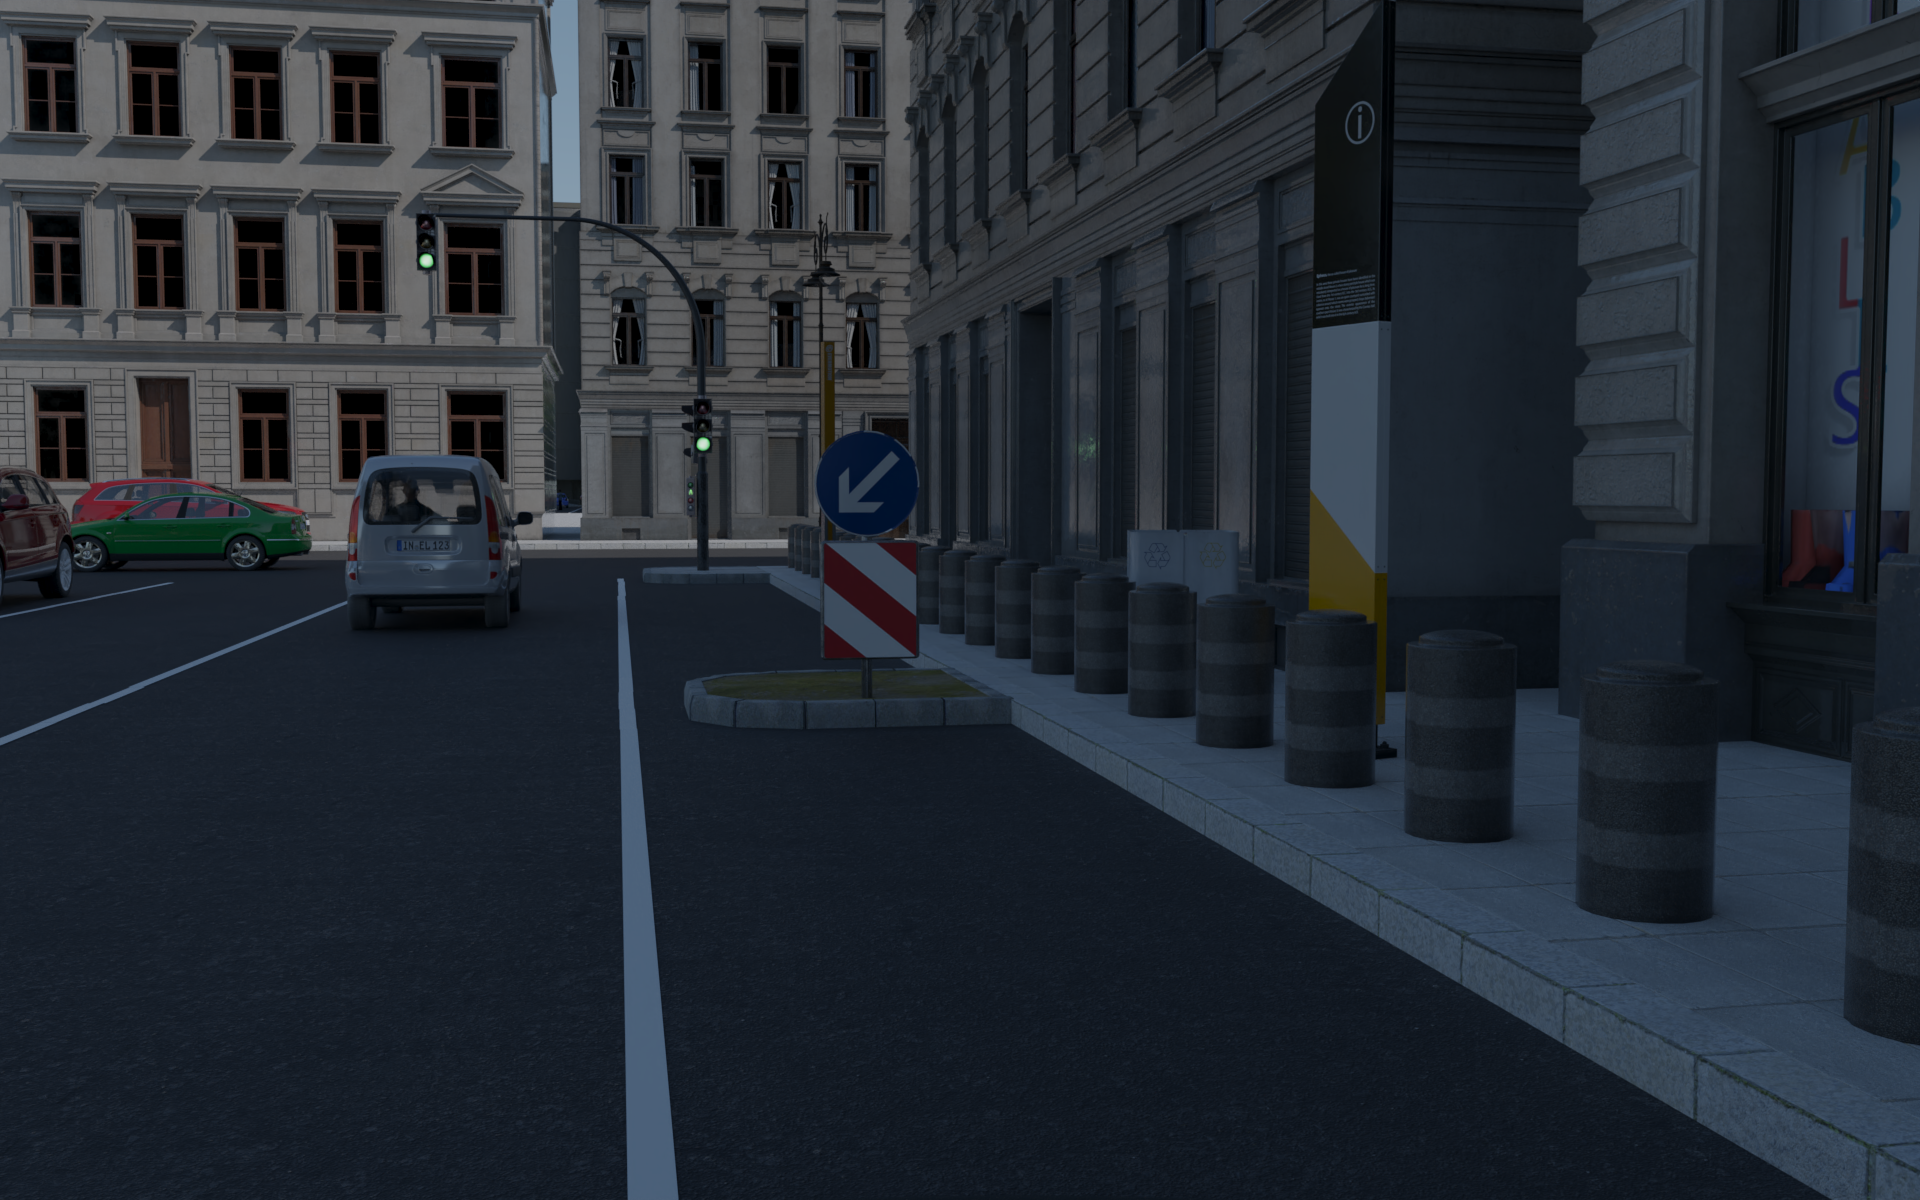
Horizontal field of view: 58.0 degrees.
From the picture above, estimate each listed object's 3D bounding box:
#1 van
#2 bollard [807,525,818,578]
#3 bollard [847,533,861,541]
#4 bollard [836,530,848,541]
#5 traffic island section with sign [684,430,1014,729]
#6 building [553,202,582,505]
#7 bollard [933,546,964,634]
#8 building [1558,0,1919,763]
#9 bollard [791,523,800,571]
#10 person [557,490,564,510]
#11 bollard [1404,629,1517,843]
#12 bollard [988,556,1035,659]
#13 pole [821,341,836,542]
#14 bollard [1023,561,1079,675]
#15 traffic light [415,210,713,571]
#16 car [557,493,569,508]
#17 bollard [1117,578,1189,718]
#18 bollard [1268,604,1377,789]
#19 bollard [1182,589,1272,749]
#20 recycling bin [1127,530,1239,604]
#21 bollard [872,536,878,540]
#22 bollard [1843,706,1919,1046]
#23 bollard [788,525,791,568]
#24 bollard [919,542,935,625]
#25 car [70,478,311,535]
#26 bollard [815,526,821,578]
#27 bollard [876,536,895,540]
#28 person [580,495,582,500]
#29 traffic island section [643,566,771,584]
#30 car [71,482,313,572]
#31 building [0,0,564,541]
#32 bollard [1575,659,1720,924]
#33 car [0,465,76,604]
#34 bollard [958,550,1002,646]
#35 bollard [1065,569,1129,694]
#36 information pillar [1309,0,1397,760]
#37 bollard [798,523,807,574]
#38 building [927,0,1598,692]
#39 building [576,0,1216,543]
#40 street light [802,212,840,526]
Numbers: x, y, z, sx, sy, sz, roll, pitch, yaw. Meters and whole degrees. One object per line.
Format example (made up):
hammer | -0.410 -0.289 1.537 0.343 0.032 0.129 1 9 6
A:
van | -5.940 -0.783 19.815 2.013 2.044 4.112 -1 4 -12
bollard | -2.098 -0.728 26.623 0.404 0.777 0.398 0 3 0
bollard | -1.166 -0.439 21.902 0.404 0.777 0.398 0 3 0
bollard | -1.400 -0.512 23.081 0.404 0.777 0.398 0 3 0
traffic island section with sign | -0.826 -0.179 11.549 1.989 1.847 2.006 -1 4 -11
building | -56.013 -32.042 215.764 23.993 40.220 32.217 -1 4 -11
bollard | 0.006 -0.079 16.001 0.404 0.777 0.398 0 3 0
building | 9.973 -10.543 1.259 11.050 23.489 19.941 -1 4 -11
bollard | -2.569 -0.873 28.998 0.404 0.777 0.398 0 3 0
person | -35.290 -8.825 152.771 0.705 1.826 1.348 2 4 24
bollard | 1.885 0.500 6.534 0.404 0.777 0.398 0 3 0
bollard | 0.475 0.067 13.629 0.404 0.777 0.398 0 3 0
pole | -1.771 -1.801 23.297 0.158 3.312 0.155 0 3 0
bollard | 0.711 0.139 12.448 0.404 0.777 0.398 0 3 0
traffic light | -6.379 -3.288 28.433 4.771 5.953 1.251 -1 4 -11
car | -41.169 -10.313 178.207 1.945 1.707 3.694 -1 4 -13
bollard | 1.179 0.284 10.081 0.404 0.777 0.398 0 3 0
bollard | 1.649 0.428 7.715 0.404 0.777 0.398 0 3 0
bollard | 1.413 0.356 8.893 0.404 0.777 0.398 0 3 0
recycling bin | 1.523 0.038 11.929 0.722 1.027 0.722 0 4 3
bollard | -0.930 -0.367 20.724 0.404 0.777 0.398 0 3 0
bollard | 2.354 0.646 4.157 0.404 0.777 0.398 0 3 0
bollard | -2.802 -0.946 30.177 0.404 0.777 0.398 0 3 0
bollard | -0.229 -0.151 17.180 0.404 0.777 0.398 0 3 0
car | -18.355 -2.002 41.411 5.304 1.827 2.281 -1 4 -13
bollard | -1.863 -0.656 25.440 0.404 0.777 0.398 0 3 0
bollard | -0.697 -0.295 19.545 0.404 0.777 0.398 0 3 0
person | -30.328 -7.996 140.174 0.756 1.711 0.436 1 4 12
traffic island section | -4.302 -0.417 29.100 2.009 0.180 2.903 -1 4 -11
car | -14.770 -1.464 32.726 4.718 1.807 1.959 -1 4 -11
building | -22.104 -13.099 50.329 21.152 22.565 11.583 -1 4 -11
bollard | 2.119 0.573 5.342 0.404 0.777 0.398 0 3 0
car | -13.015 -0.832 22.283 2.281 1.827 5.304 -1 4 -13
bollard | 0.241 -0.006 14.814 0.404 0.777 0.398 0 3 0
bollard | 0.944 0.211 11.260 0.404 0.777 0.398 0 3 0
information pillar | 1.923 -1.048 8.494 0.183 3.616 0.504 -2 4 -30
bollard | -2.342 -0.801 27.818 0.404 0.777 0.398 0 3 0
building | 5.426 -10.460 20.171 9.793 20.994 18.267 -1 4 -11
building | -2.587 -12.484 53.271 18.267 20.994 9.793 -1 4 -11
street light | -2.301 -3.423 28.747 0.468 5.910 1.993 -1 4 -11
